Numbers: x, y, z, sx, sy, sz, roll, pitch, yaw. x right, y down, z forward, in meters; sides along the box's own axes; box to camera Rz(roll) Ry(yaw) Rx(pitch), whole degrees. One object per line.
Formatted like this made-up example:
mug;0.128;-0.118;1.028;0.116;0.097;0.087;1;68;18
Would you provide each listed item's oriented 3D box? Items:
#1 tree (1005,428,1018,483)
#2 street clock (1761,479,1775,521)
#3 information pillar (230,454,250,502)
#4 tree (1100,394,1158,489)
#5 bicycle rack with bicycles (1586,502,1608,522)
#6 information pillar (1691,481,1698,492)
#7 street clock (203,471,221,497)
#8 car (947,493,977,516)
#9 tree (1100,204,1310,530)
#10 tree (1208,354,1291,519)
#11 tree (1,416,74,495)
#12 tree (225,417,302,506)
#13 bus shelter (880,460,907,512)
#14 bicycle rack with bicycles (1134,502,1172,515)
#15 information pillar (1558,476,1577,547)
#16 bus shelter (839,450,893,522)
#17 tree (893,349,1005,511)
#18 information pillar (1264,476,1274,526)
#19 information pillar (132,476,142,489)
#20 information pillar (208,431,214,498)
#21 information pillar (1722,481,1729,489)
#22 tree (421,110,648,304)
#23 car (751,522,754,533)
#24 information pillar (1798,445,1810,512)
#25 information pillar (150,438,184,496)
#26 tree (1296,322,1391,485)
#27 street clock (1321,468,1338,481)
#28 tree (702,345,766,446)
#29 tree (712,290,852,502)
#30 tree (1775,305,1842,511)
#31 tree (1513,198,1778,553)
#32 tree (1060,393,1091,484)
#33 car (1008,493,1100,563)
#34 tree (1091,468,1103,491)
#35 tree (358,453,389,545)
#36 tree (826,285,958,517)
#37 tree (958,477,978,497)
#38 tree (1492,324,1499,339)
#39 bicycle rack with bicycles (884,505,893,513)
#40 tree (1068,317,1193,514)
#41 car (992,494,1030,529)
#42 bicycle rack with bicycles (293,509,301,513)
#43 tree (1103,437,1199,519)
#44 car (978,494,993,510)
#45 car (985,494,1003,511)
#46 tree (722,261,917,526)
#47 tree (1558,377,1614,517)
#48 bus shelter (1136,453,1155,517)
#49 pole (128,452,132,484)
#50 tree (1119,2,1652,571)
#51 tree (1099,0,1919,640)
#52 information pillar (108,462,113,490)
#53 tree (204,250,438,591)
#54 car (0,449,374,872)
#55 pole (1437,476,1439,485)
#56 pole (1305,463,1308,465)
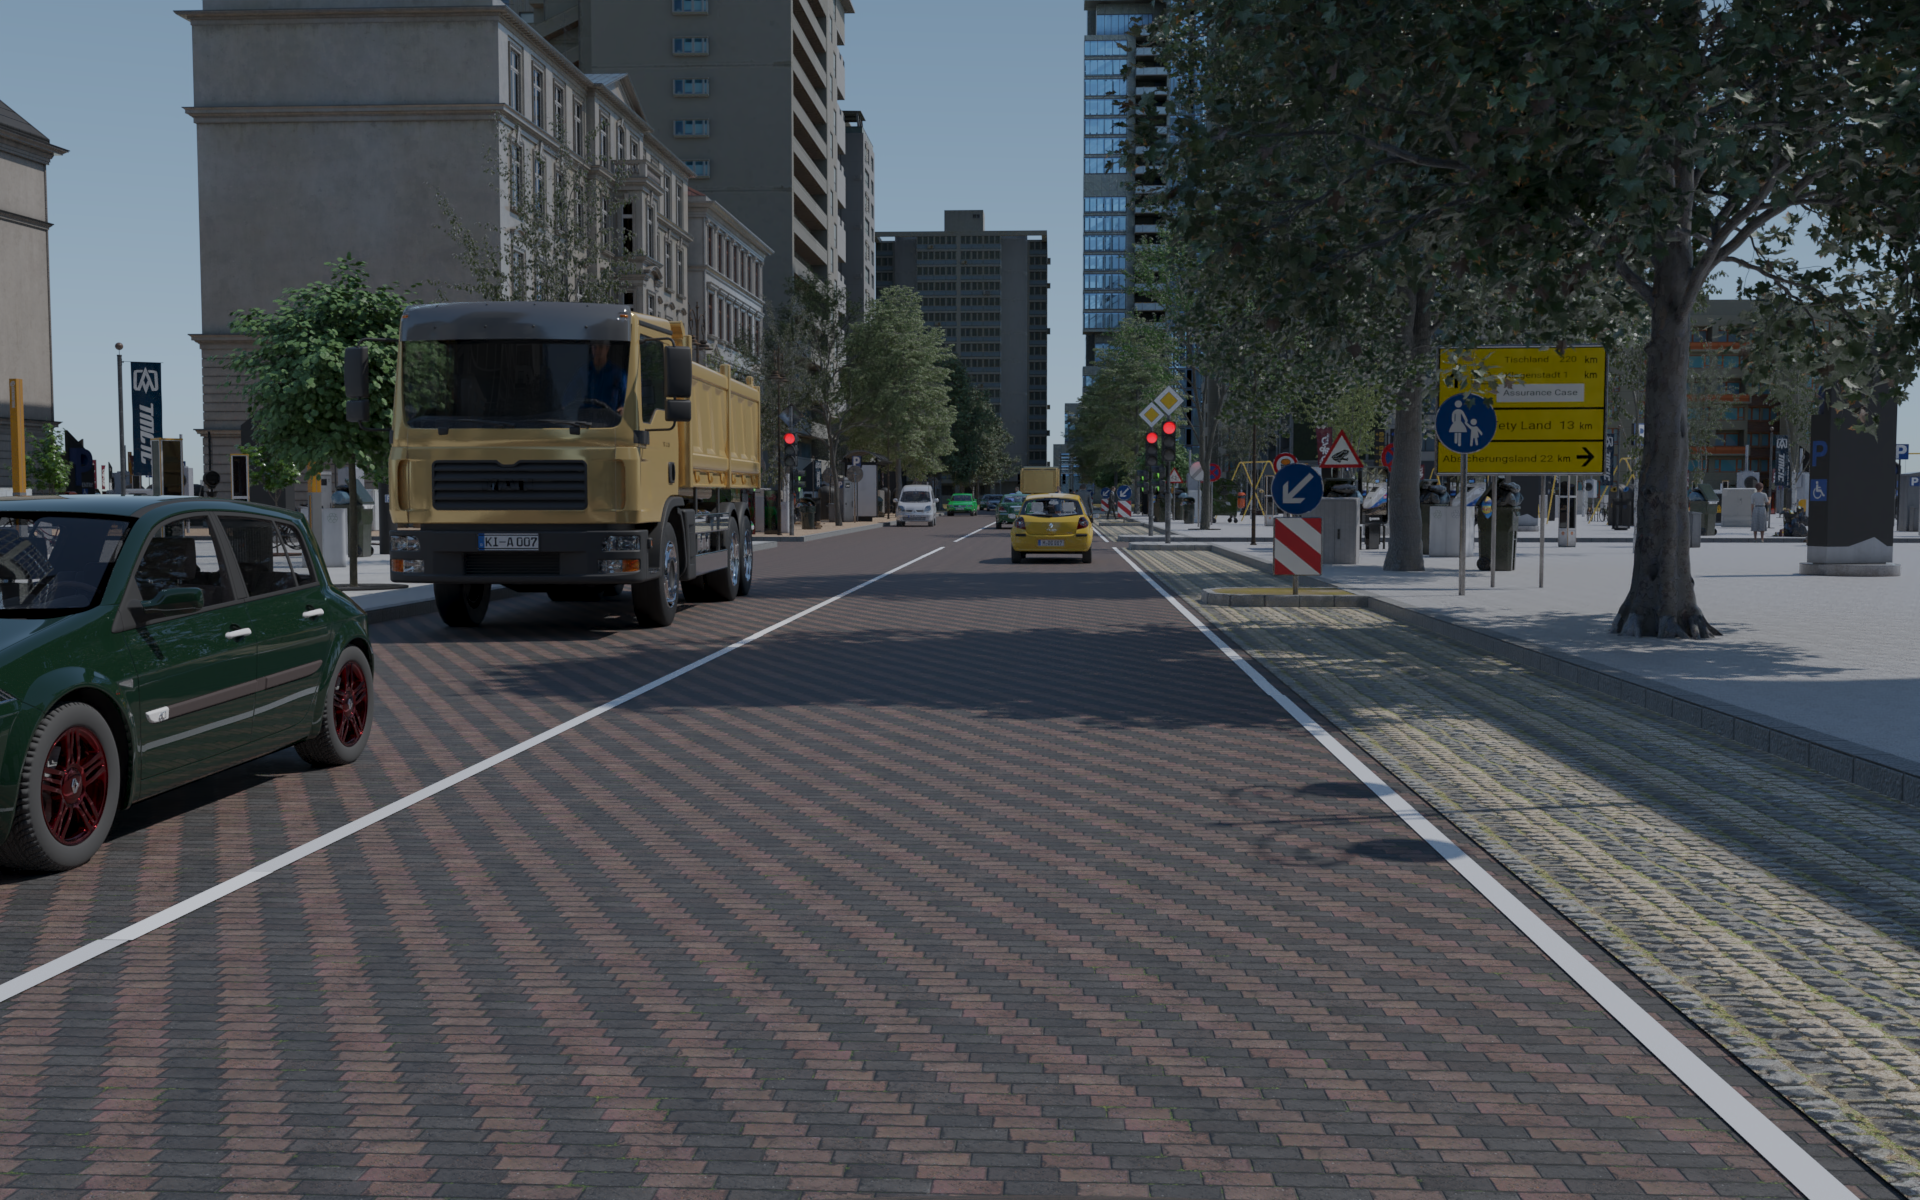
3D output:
tree;0.091;-15.628;172.523;9.611;12.733;9.660;0;3;0
street clock;38.083;-4.725;81.823;0.471;2.002;0.358;2;4;31
information pillar;-13.237;-1.675;31.878;0.304;2.012;0.304;-1;4;-21
tree;11.932;-10.327;119.208;4.737;8.622;4.395;0;3;0
bicycle rack with bicycles;30.322;-4.095;80.337;2.852;0.926;2.925;1;4;17
information pillar;41.222;-5.672;97.237;0.304;2.012;0.304;1;4;21
street clock;-23.349;-3.028;54.074;0.471;2.002;0.358;-3;5;-43
car;0.149;-6.389;113.262;1.959;1.807;4.718;0;4;4
tree;8.755;-8.297;61.407;9.928;11.665;9.643;0;3;0
tree;14.987;-8.467;88.805;4.360;8.622;3.978;0;3;0
tree;-22.419;-2.946;42.774;1.663;3.219;1.824;0;3;0
tree;-14.299;-2.521;35.820;1.663;3.219;1.824;0;3;0
bus shelter;-4.539;-8.049;122.884;1.731;3.624;6.357;0;4;3
bicycle rack with bicycles;12.284;-5.799;108.195;2.925;0.926;2.852;-1;4;-12
information pillar;14.652;-2.279;41.752;0.304;2.012;0.304;-2;4;-30
bus shelter;-4.461;-5.432;82.741;2.014;3.302;5.546;0;4;3
tree;-1.617;-13.310;134.633;9.611;12.733;9.660;0;3;0
information pillar;12.246;-3.922;68.609;0.304;2.012;0.304;0;4;-4
information pillar;-31.116;-3.733;65.520;0.304;2.012;0.304;-1;4;-15
information pillar;-27.971;-4.486;64.696;0.183;3.616;0.504;-1;4;-15
information pillar;42.234;-5.574;95.620;0.304;2.012;0.304;2;4;27
tree;-7.803;-5.040;32.772;4.360;8.622;3.978;0;3;0
car;-8.307;-2.514;49.902;4.718;1.807;1.959;0;4;3
information pillar;40.300;-5.591;82.772;0.504;3.616;0.183;0;4;7
information pillar;-10.442;-1.123;22.860;0.304;2.012;0.304;3;5;44
tree;16.397;-7.493;72.880;4.737;8.622;4.395;0;3;0
street clock;7.824;-1.964;36.689;0.358;2.002;0.471;2;4;30
tree;-11.371;-8.278;85.710;4.737;8.622;4.395;0;3;0
tree;-6.435;-6.829;62.009;4.360;8.622;3.978;0;3;0
tree;27.428;-6.485;56.400;4.360;8.622;3.978;0;3;0
tree;14.414;-5.314;37.246;4.360;8.622;3.978;0;3;0
tree;16.330;-17.549;193.577;9.857;13.997;8.962;0;3;0
car;2.009;-1.655;37.286;2.015;1.641;3.980;0;4;4
tree;14.298;-10.709;158.812;4.285;4.588;4.351;0;3;0
tree;-14.322;-3.000;43.654;1.663;3.219;1.824;0;3;0
tree;-3.757;-10.800;94.706;7.486;12.596;7.792;0;3;0
tree;1.375;-14.354;185.045;4.360;8.622;3.978;0;3;0
tree;20.182;-7.015;65.056;4.360;8.622;3.978;0;3;0
bicycle rack with bicycles;-5.411;-5.773;107.777;2.852;0.926;2.925;-3;5;-40
tree;11.280;-11.841;111.724;7.486;12.596;7.792;0;3;0
car;2.399;-3.707;72.400;2.131;1.459;4.920;0;4;1
bicycle rack with bicycles;-15.924;-1.653;40.417;2.925;0.926;2.852;-1;4;-10
tree;10.567;-6.457;89.279;4.285;4.588;4.351;0;3;0
car;2.706;-8.698;154.009;2.131;1.459;4.920;0;4;4
car;3.124;-8.156;145.349;2.014;1.417;4.499;0;4;2
tree;-5.176;-8.270;69.629;7.601;10.594;8.767;2;4;26
tree;35.072;-9.004;97.577;4.737;8.622;4.395;0;3;0
bus shelter;11.278;-6.710;100.989;1.731;3.624;6.357;0;4;3
pole;-39.877;-5.470;83.276;0.158;3.312;0.155;0;3;0
tree;7.565;-7.463;28.683;9.857;13.997;8.962;0;3;0
tree;6.374;-6.013;15.318;9.611;12.733;9.660;0;3;0
information pillar;-61.758;-8.233;125.957;0.183;3.616;0.504;0;4;-1
tree;-8.330;-2.428;23.405;4.285;4.588;4.351;0;3;0
car;-4.140;0.119;7.848;2.009;1.686;4.222;0;4;3
pole;33.920;-7.896;122.943;0.158;3.312;0.155;0;3;0
pole;22.840;-7.369;114.321;0.158;3.312;0.155;0;3;0
